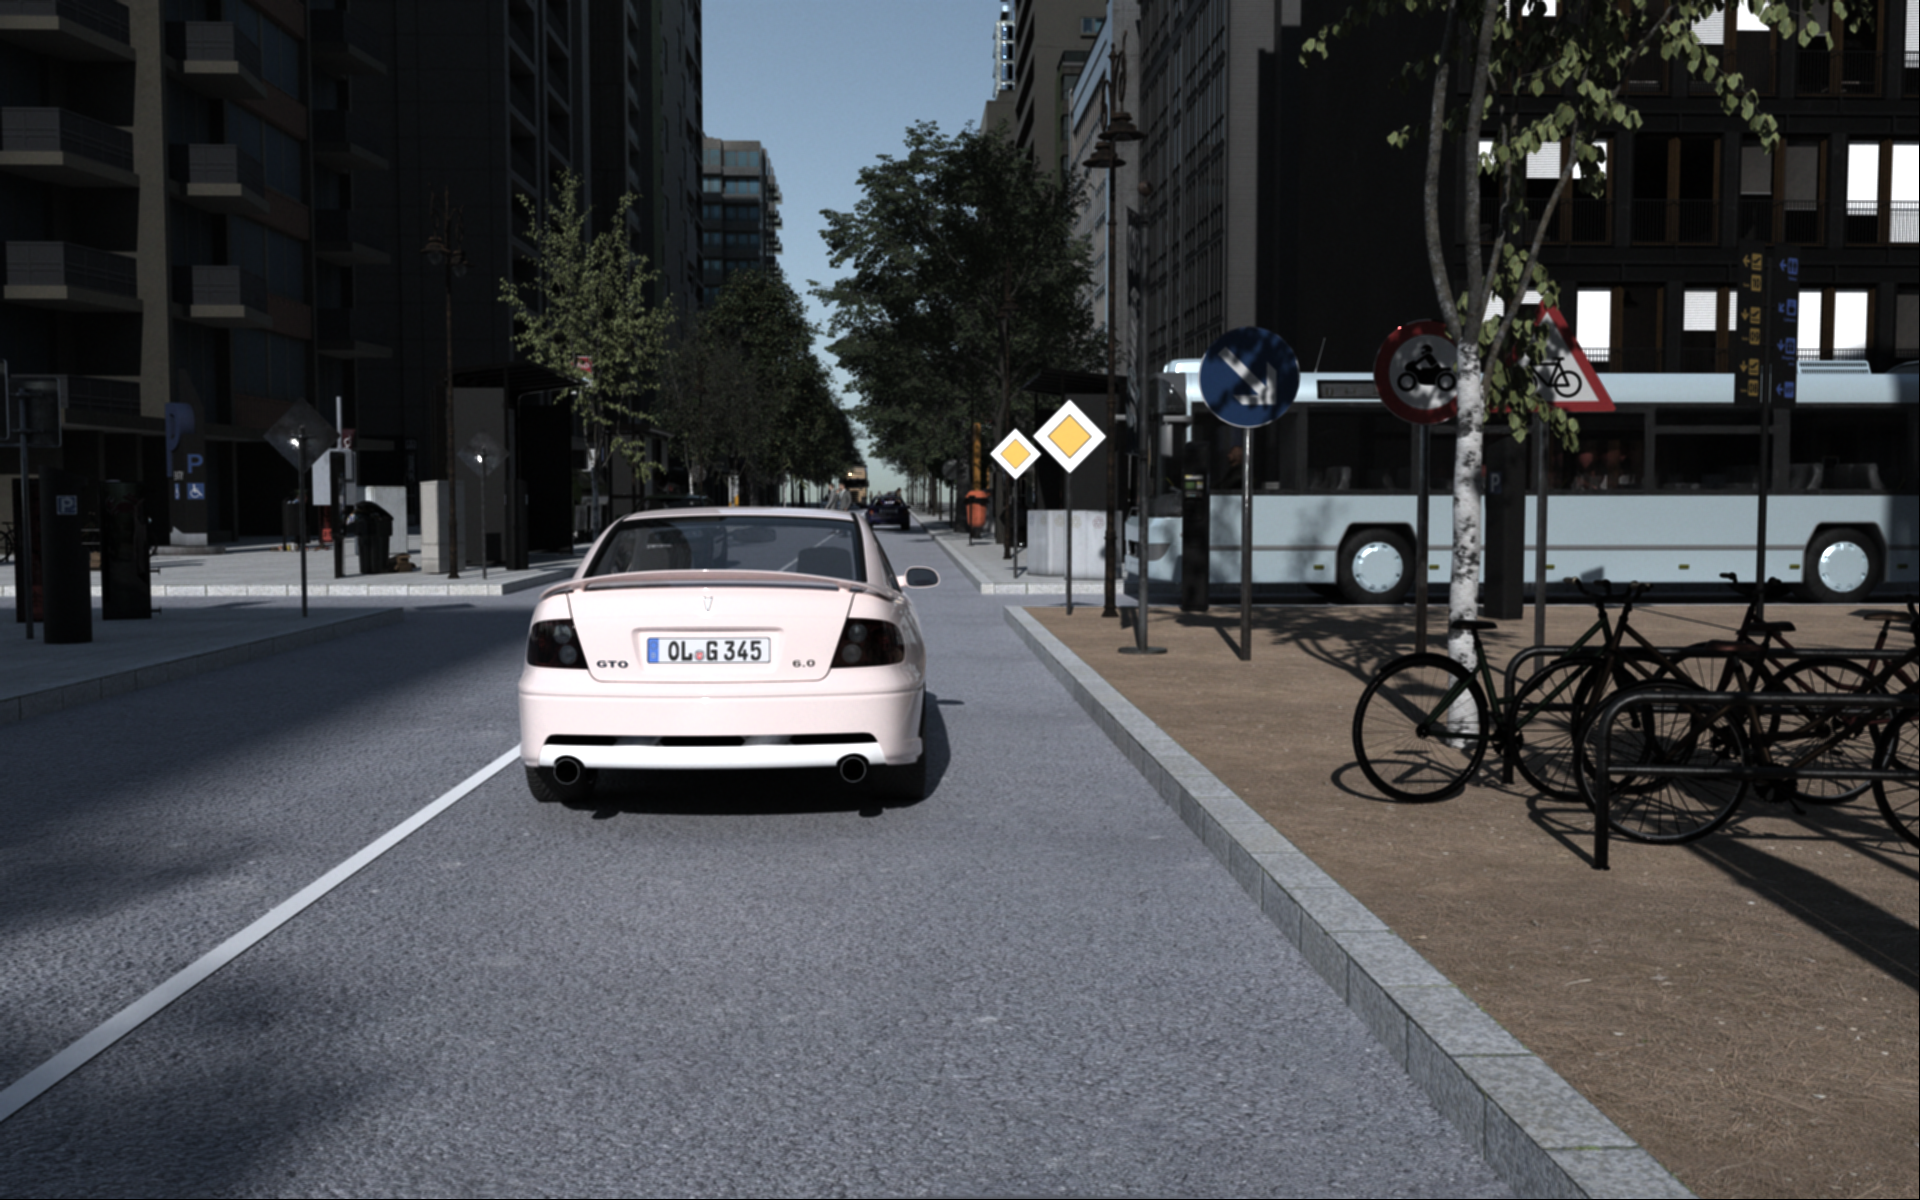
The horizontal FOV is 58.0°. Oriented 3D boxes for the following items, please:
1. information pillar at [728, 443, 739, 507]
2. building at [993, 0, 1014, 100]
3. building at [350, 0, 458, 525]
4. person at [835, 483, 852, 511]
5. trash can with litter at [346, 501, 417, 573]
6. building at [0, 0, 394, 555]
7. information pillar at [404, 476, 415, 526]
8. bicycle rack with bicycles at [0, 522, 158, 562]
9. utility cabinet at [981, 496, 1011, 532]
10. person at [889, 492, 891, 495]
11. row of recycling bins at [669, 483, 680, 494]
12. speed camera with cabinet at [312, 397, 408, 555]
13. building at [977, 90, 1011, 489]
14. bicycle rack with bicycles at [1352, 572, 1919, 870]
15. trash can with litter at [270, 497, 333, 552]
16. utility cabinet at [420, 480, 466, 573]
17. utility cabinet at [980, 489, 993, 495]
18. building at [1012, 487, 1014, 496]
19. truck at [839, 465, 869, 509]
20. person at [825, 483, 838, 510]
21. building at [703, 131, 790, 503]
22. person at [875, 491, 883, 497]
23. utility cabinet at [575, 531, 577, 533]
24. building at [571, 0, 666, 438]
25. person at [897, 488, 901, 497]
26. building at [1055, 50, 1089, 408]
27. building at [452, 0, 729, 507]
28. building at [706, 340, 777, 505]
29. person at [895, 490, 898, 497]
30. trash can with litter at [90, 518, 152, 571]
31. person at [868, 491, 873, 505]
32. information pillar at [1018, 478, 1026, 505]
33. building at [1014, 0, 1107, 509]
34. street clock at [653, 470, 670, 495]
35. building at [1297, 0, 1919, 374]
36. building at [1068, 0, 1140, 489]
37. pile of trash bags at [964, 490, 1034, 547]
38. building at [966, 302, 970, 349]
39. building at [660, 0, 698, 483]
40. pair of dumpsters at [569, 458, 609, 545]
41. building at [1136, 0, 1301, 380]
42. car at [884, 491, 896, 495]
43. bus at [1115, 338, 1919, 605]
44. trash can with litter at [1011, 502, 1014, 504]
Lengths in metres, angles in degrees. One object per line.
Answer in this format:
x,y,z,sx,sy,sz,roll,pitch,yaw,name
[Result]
-10.231,-5.312,78.199,0.504,3.616,0.183,-3,5,-39,information pillar
13.221,-56.112,230.094,22.319,86.520,31.000,0,4,-2,building
-26.918,-39.218,79.467,20.563,71.187,20.611,0,4,-2,building
-3.865,-2.978,57.371,0.473,1.802,0.592,-1,4,-20,person
-9.385,-1.023,28.118,0.624,1.170,1.055,2,4,24,trash can with litter
-29.185,-24.028,47.482,22.147,44.769,28.867,0,4,-2,building
-22.195,-3.998,69.860,0.304,2.012,0.304,0,4,7,information pillar
-17.095,-1.231,33.509,2.925,0.926,2.852,-1,4,-13,bicycle rack with bicycles
1.217,-2.894,58.484,1.020,1.237,0.306,0,4,3,utility cabinet
-9.722,-13.876,236.191,0.721,1.723,1.217,-1,4,-14,person
-10.730,-3.328,61.528,1.069,1.692,3.534,0,4,7,row of recycling bins
-12.445,-2.545,35.939,0.660,3.252,2.038,2,4,28,speed camera with cabinet
13.208,-35.545,204.854,21.300,48.544,21.600,0,4,-2,building
3.041,0.402,6.813,2.925,0.926,2.852,1,4,9,bicycle rack with bicycles
-14.937,-1.744,39.574,1.678,1.210,2.233,1,4,16,trash can with litter
-8.425,-1.194,28.201,0.318,1.500,1.173,0,4,5,utility cabinet
0.740,-3.751,70.000,1.173,1.500,0.318,2,4,26,utility cabinet
20.518,-28.501,157.878,32.217,40.220,23.993,0,4,-2,building
-10.304,-11.023,169.140,2.839,4.237,11.283,0,4,-3,truck
-4.550,-3.244,61.668,0.853,1.813,0.709,0,4,1,person
-35.619,-37.661,235.369,23.786,49.044,30.456,0,4,-2,building
-7.500,-9.287,161.067,1.217,1.736,0.721,0,4,-1,person
-12.563,-2.837,57.540,1.020,1.237,0.306,2,4,32,utility cabinet
-26.311,-25.920,107.387,14.154,41.232,14.086,0,4,-2,building
-3.736,-6.054,107.496,0.705,1.823,1.348,0,4,3,person
13.198,-21.117,116.970,14.160,30.474,14.107,0,4,-2,building
-31.008,-43.599,151.090,20.563,71.187,20.611,0,4,-2,building
-36.513,-22.089,206.200,27.650,21.520,28.899,0,4,-2,building
-4.603,-7.360,129.663,0.721,1.723,1.217,1,4,19,person
-14.244,-1.092,29.249,0.624,1.170,1.055,1,4,14,trash can with litter
-11.966,-13.678,232.149,0.705,1.823,1.348,-2,4,-23,person
2.858,-4.625,80.107,0.304,2.012,0.304,-2,4,-25,information pillar
15.566,-31.251,134.660,21.300,48.544,21.600,0,4,-2,building
-8.806,-2.849,51.152,0.471,2.002,0.358,0,4,-7,street clock
17.137,-12.866,40.043,15.834,23.373,12.332,0,4,-2,building
12.740,-16.744,91.779,12.078,24.808,19.932,0,4,-2,building
1.535,-1.996,42.389,3.447,1.369,1.912,3,4,36,pile of trash bags
7.429,-29.505,254.109,14.160,30.474,14.107,0,4,-2,building
-34.094,-32.921,127.499,28.713,52.752,27.495,0,4,-2,building
-10.391,-2.646,45.762,1.574,2.255,4.437,0,4,-2,pair of dumpsters
15.707,-16.902,69.854,14.314,27.812,24.014,0,4,-2,building
-9.611,-14.517,246.022,2.281,1.827,5.304,0,4,-3,car
8.061,-1.728,23.109,13.247,3.499,2.948,0,4,-2,bus
1.857,-2.957,59.728,1.055,1.170,0.624,2,4,34,trash can with litter
